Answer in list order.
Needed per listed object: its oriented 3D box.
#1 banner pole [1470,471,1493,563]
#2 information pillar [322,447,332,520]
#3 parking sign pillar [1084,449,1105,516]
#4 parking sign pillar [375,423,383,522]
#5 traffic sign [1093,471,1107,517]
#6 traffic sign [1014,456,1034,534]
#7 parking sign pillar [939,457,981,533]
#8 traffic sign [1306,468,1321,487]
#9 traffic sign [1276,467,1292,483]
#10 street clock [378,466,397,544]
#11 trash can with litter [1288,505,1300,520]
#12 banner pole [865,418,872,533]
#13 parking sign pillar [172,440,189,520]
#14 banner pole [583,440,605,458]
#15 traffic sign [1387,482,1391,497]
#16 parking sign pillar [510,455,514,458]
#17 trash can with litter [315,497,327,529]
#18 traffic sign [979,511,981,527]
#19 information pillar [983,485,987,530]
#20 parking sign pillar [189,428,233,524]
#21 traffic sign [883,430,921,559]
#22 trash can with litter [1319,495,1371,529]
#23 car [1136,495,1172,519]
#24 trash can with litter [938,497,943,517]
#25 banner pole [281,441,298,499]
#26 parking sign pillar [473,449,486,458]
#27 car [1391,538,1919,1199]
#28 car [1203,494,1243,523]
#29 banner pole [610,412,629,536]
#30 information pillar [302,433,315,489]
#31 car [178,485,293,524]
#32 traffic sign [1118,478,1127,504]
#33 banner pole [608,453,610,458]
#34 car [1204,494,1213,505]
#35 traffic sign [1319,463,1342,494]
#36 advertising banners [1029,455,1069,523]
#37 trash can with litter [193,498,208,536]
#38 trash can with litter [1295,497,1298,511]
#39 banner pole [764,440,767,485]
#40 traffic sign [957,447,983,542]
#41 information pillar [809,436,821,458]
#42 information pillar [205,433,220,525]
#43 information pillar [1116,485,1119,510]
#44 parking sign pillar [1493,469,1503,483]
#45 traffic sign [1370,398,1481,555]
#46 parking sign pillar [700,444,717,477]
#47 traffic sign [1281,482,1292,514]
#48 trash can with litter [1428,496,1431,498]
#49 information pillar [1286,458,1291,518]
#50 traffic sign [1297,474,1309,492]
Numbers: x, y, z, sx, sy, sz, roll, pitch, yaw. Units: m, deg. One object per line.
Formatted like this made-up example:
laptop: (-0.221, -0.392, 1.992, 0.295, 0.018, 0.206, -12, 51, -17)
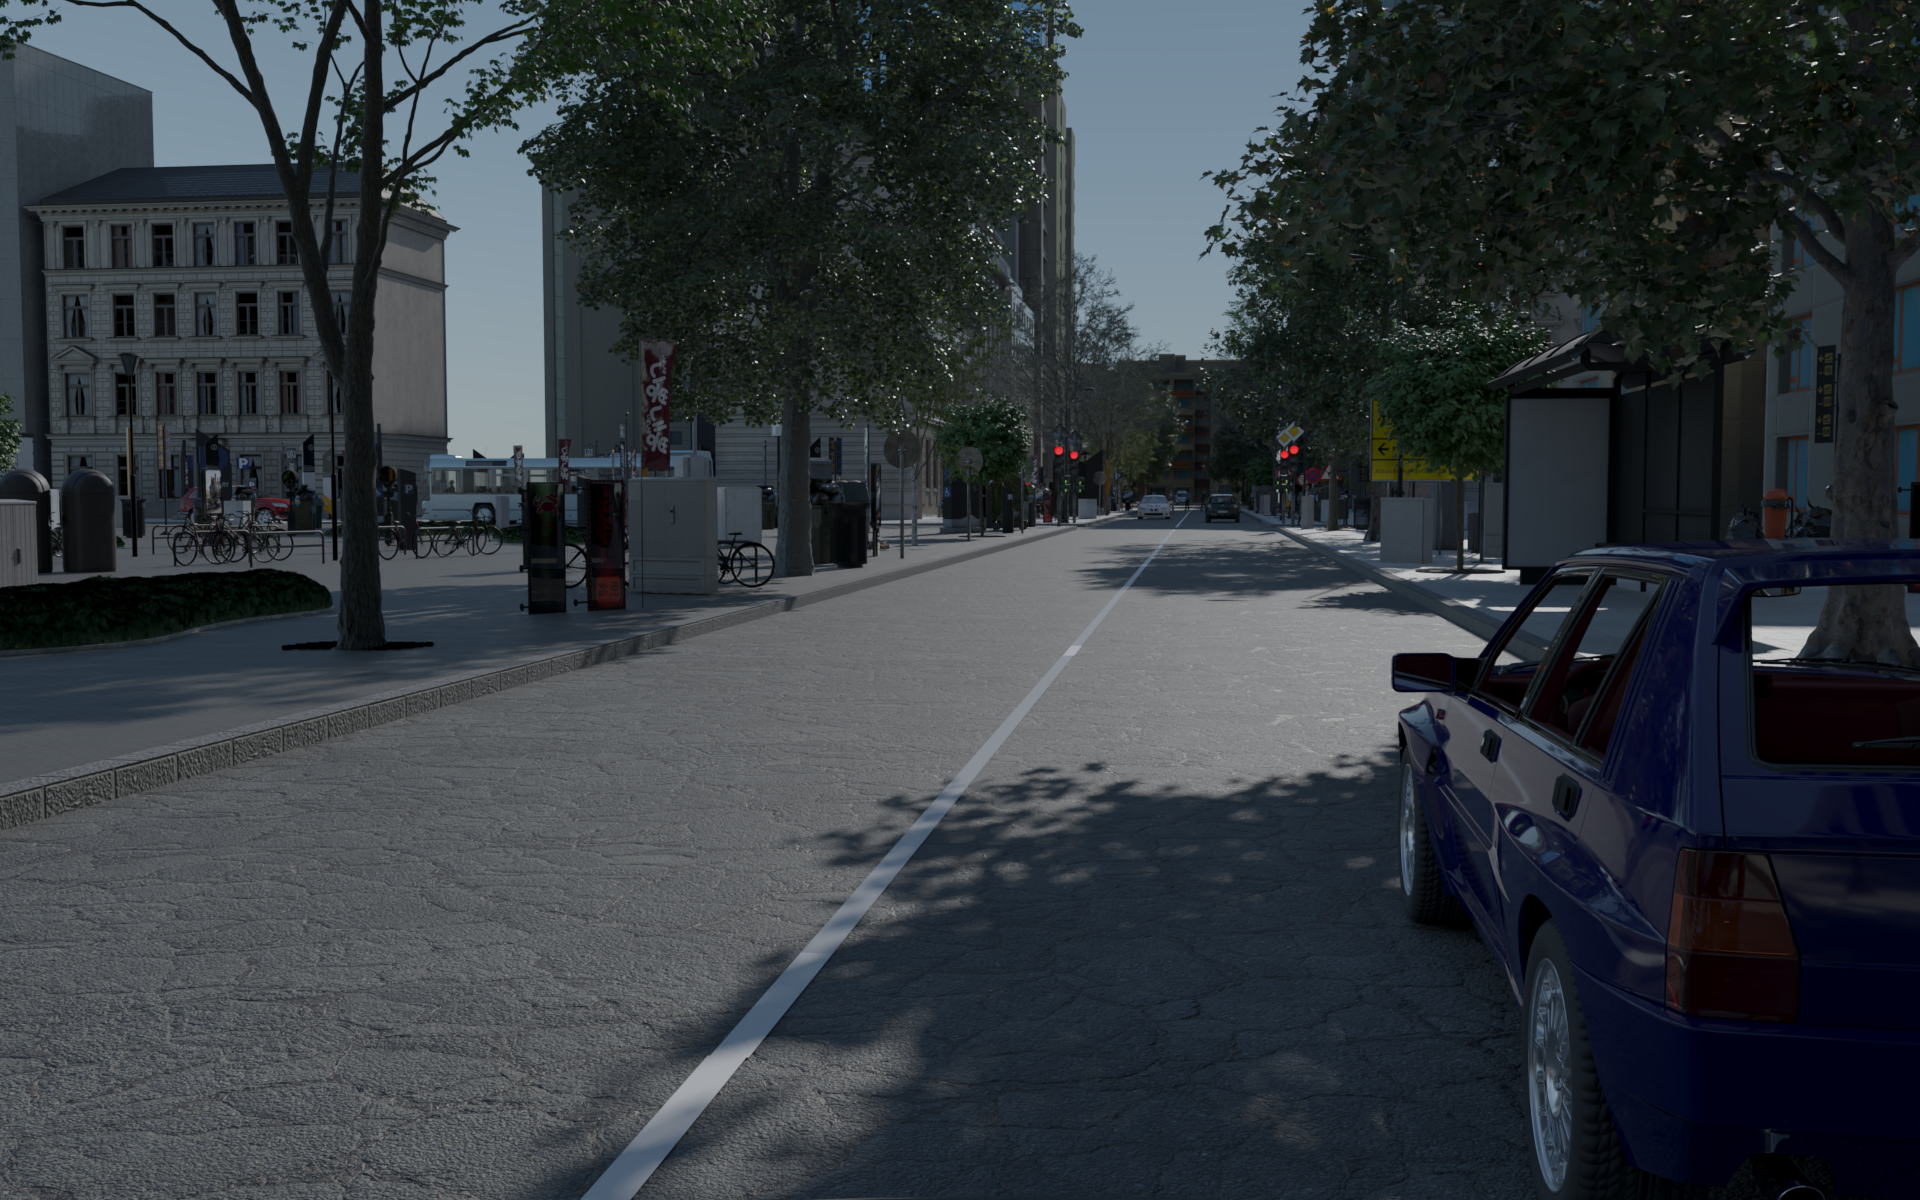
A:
banner pole: (9.685, -2.560, 31.874, 0.401, 3.779, 0.863, 0, 4, 4)
information pillar: (-31.620, -5.831, 86.694, 0.504, 3.616, 0.183, 0, 4, -2)
parking sign pillar: (7.961, -7.050, 103.743, 1.447, 3.967, 1.447, 1, 4, 17)
parking sign pillar: (-22.034, -4.704, 65.390, 1.447, 3.967, 1.447, -1, 4, -19)
traffic sign: (7.773, -5.889, 96.393, 0.768, 2.556, 0.104, 1, 4, 14)
traffic sign: (2.024, -3.427, 56.138, 0.768, 2.556, 0.104, 1, 4, 10)
parking sign pillar: (0.043, -4.196, 57.070, 1.447, 3.967, 1.447, -3, 5, -44)
traffic sign: (17.030, -5.105, 83.568, 0.768, 2.556, 0.104, 1, 4, 13)
traffic sign: (14.707, -4.796, 78.517, 0.768, 2.556, 0.104, 1, 4, 17)
street clock: (-14.778, -2.461, 44.811, 0.471, 2.002, 0.358, 0, 4, 2)
trash can with litter: (17.418, -4.675, 87.494, 1.678, 1.210, 2.233, 2, 4, 28)
banner pole: (-3.070, -4.112, 57.251, 0.401, 3.779, 0.863, -1, 4, -14)
parking sign pillar: (-38.551, -5.986, 86.347, 1.447, 3.967, 1.447, -2, 4, -30)
banner pole: (-16.923, -5.486, 79.714, 0.863, 3.779, 0.401, 1, 4, 13)
traffic sign: (9.763, -2.403, 39.391, 0.768, 2.556, 0.104, 1, 4, 10)
parking sign pillar: (-27.352, -7.153, 105.429, 1.447, 3.967, 1.447, 2, 4, 33)
trash can with litter: (-23.726, -3.194, 63.614, 0.624, 1.170, 1.055, 0, 3, 0)
traffic sign: (0.657, -3.561, 58.334, 0.768, 2.556, 0.104, 1, 4, 11)
information pillar: (0.731, -3.460, 61.055, 0.304, 2.012, 0.304, 3, 4, 37)
parking sign pillar: (-30.593, -5.051, 71.058, 1.447, 3.967, 1.447, -2, 4, -34)
traffic sign: (-1.151, -2.095, 34.366, 0.768, 2.556, 0.104, 1, 4, 10)
trash can with litter: (14.629, -3.351, 65.840, 1.678, 1.210, 2.233, 0, 4, 1)
car: (11.186, -5.346, 99.765, 2.083, 1.381, 4.827, 0, 4, 7)
trash can with litter: (-0.421, -4.029, 77.263, 0.624, 1.170, 1.055, 3, 5, 43)
banner pole: (-31.953, -5.652, 82.435, 0.863, 3.779, 0.401, 0, 4, -2)
parking sign pillar: (-28.334, -7.024, 103.306, 1.447, 3.967, 1.447, -2, 4, -33)
car: (2.173, 0.492, 4.531, 1.945, 1.354, 3.894, 1, 4, 8)
car: (13.321, -4.766, 87.715, 2.009, 1.686, 4.222, 1, 4, 9)
banner pole: (-10.301, -3.864, 53.187, 0.401, 3.779, 0.863, -2, 4, -30)
information pillar: (-24.928, -4.586, 66.337, 0.183, 3.616, 0.504, 3, 5, 41)
car: (-31.879, -4.167, 76.811, 5.304, 1.827, 2.281, 0, 4, 7)
traffic sign: (12.675, -8.258, 135.122, 0.768, 2.556, 0.104, 1, 4, 9)
banner pole: (-18.783, -6.330, 93.512, 0.401, 3.779, 0.863, 1, 4, 21)
car: (19.949, -7.466, 133.866, 2.131, 1.459, 4.920, 0, 4, 8)
traffic sign: (14.343, -4.109, 67.181, 0.884, 2.594, 0.081, 1, 4, 13)
advertising banners: (3.949, -4.969, 77.433, 2.074, 3.025, 0.090, 2, 4, 34)
trash can with litter: (-22.820, -2.511, 52.442, 0.624, 1.170, 1.055, -3, 4, -38)
trash can with litter: (24.921, -7.141, 128.149, 1.055, 1.170, 0.624, -2, 4, -27)
banner pole: (-9.012, -5.511, 80.115, 0.401, 3.779, 0.863, 0, 4, 1)
traffic sign: (0.236, -2.846, 46.645, 0.768, 2.556, 0.104, 1, 4, 15)
information pillar: (-5.871, -4.831, 70.340, 0.504, 3.616, 0.183, -2, 4, -26)
information pillar: (-28.517, -4.572, 66.100, 0.504, 3.616, 0.183, -2, 4, -31)
information pillar: (12.599, -8.159, 137.891, 0.304, 2.012, 0.304, 0, 4, 1)
parking sign pillar: (19.484, -4.435, 60.988, 1.447, 3.967, 1.447, 3, 4, 36)
traffic sign: (9.764, -2.598, 36.354, 2.265, 3.308, 0.079, 1, 4, 13)
parking sign pillar: (-13.272, -6.387, 92.902, 1.447, 3.967, 1.447, -2, 4, -28)
traffic sign: (21.269, -6.890, 112.653, 0.884, 2.594, 0.081, 1, 4, 14)
trash can with litter: (22.431, -4.374, 82.575, 1.678, 1.210, 2.233, -3, 5, -42)
information pillar: (17.839, -6.273, 93.923, 0.183, 3.616, 0.504, -1, 4, -15)
traffic sign: (21.338, -6.581, 107.703, 0.768, 2.556, 0.104, 1, 4, 16)
